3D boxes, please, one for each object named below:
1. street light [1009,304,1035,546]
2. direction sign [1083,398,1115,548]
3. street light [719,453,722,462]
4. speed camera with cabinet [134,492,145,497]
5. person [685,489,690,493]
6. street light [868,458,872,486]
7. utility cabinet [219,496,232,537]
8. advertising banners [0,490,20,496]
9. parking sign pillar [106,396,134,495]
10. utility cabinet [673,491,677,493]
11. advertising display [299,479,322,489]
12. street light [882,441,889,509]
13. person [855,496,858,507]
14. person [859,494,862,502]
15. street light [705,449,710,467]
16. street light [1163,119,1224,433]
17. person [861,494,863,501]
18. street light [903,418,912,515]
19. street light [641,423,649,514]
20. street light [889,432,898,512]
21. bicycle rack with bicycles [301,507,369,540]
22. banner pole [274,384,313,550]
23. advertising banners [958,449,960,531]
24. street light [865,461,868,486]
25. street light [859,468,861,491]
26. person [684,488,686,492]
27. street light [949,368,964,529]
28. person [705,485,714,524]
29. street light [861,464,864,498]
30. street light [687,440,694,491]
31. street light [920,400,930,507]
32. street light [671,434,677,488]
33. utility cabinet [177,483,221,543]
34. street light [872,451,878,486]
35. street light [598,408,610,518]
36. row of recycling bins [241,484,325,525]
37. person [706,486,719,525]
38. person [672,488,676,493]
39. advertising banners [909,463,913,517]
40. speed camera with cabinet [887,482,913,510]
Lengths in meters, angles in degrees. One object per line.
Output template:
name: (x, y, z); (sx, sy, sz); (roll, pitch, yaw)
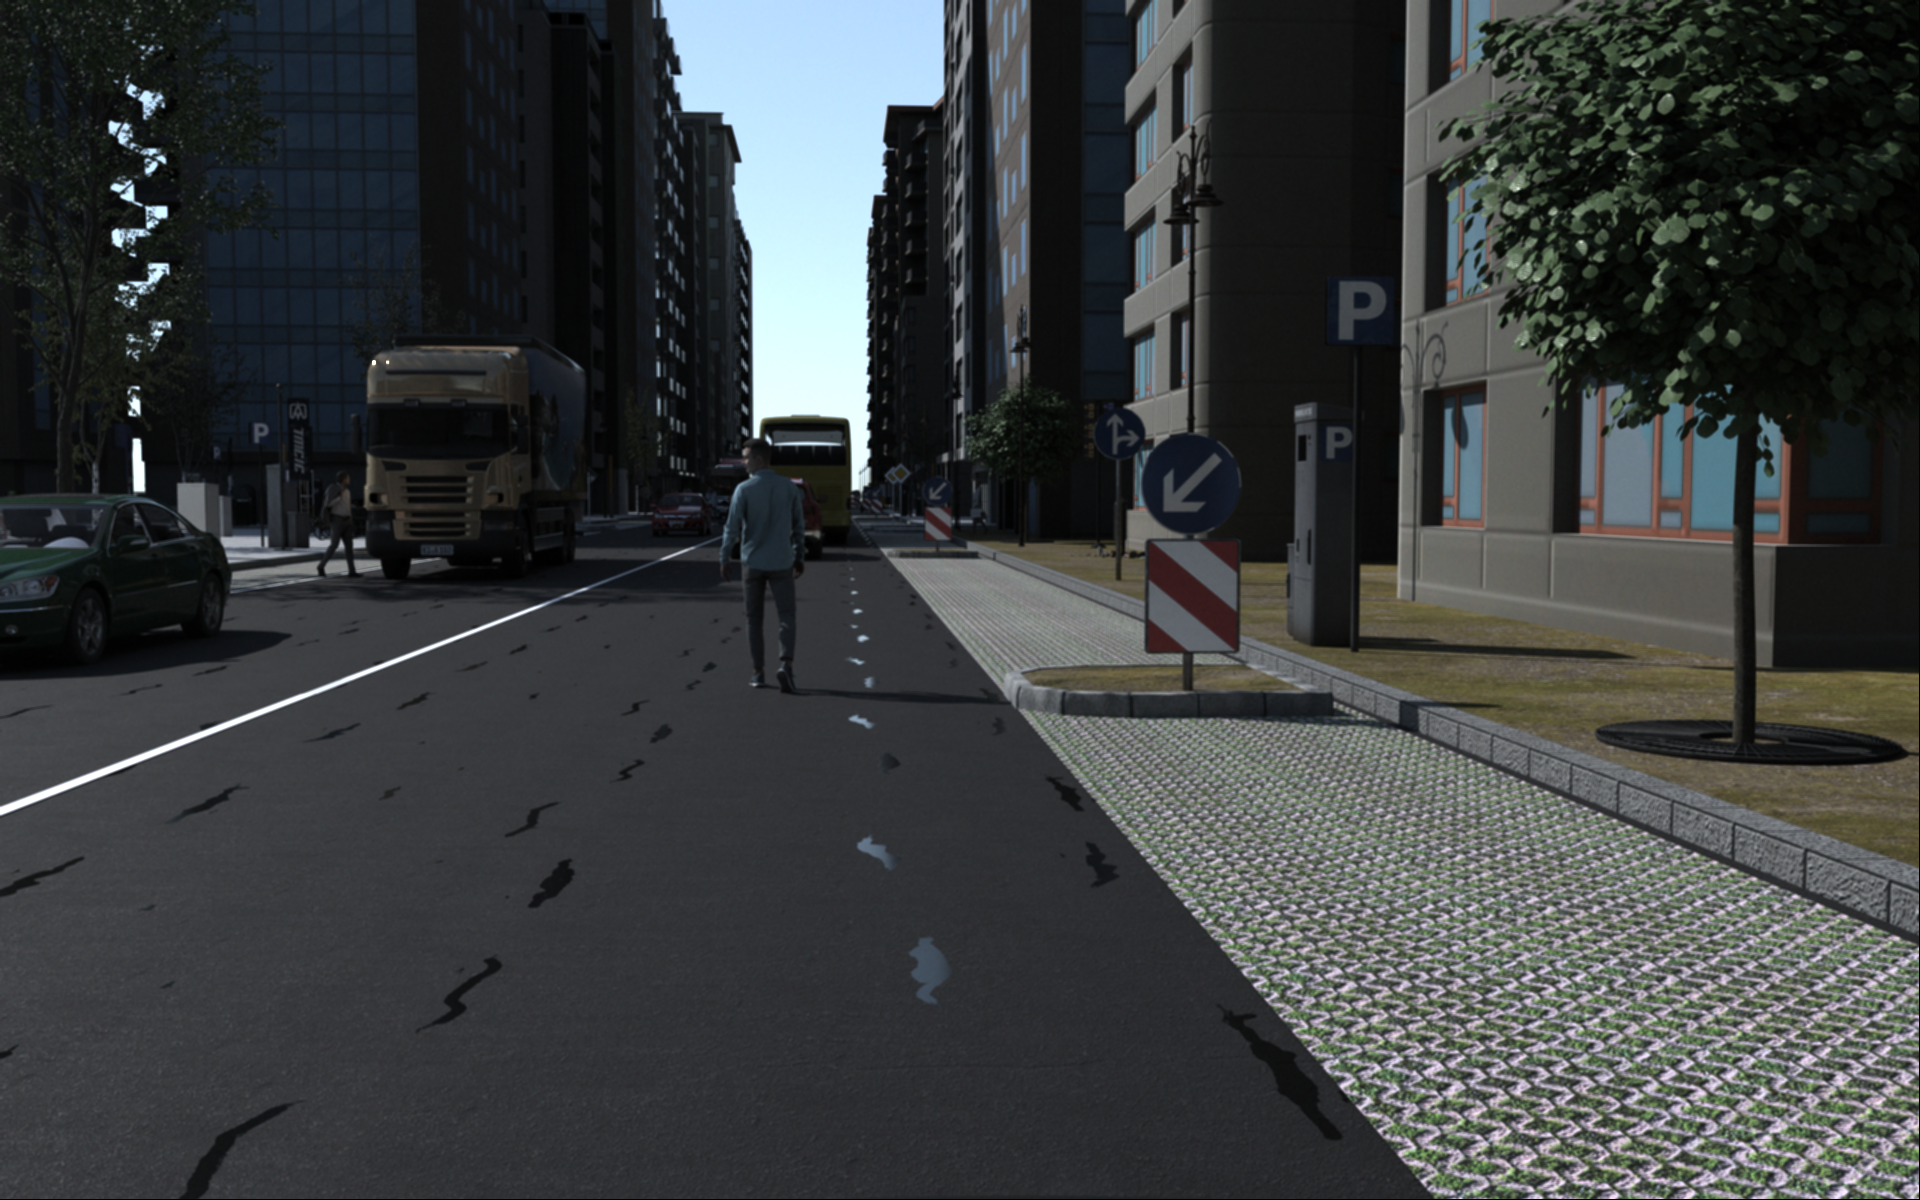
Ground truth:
street light: (1.507, -4.255, 42.354); (0.468, 5.910, 1.993); (0, 4, -4)
direction sign: (3.294, -3.005, 41.133); (0.876, 3.537, 0.379); (3, 4, 36)
street light: (-26.021, -13.223, 188.985); (0.468, 5.910, 1.993); (0, 4, -4)
speed camera with cabinet: (-59.904, -8.002, 125.169); (2.038, 3.252, 0.660); (0, 4, 6)
person: (-17.983, -6.471, 114.569); (0.793, 1.790, 0.793); (0, 4, 5)
street light: (-10.231, -14.039, 202.323); (0.468, 5.910, 1.993); (0, 4, -4)
utility cabinet: (-22.364, -2.510, 52.205); (1.020, 1.237, 0.306); (2, 4, 33)
advertising banners: (-47.795, -5.500, 86.113); (2.074, 3.025, 0.090); (0, 4, -1)
parking sign pillar: (-23.328, -3.649, 48.137); (1.447, 3.967, 1.447); (-1, 4, -16)
utility cabinet: (-21.172, -7.327, 128.482); (0.318, 1.500, 1.173); (-1, 4, -9)
advertising display: (-27.344, -4.145, 72.982); (0.974, 1.923, 0.123); (0, 4, 8)
street light: (-6.176, -10.657, 147.031); (0.468, 5.910, 1.993); (0, 4, -4)
person: (-10.798, -10.522, 180.534); (0.705, 1.824, 1.348); (-1, 4, -19)
person: (-16.747, -17.364, 290.733); (0.721, 1.735, 1.217); (1, 4, 17)
street light: (-24.498, -11.971, 168.521); (0.468, 5.910, 1.993); (0, 4, -4)
street light: (2.923, -3.003, 21.883); (0.468, 5.910, 1.993); (0, 4, -4)
person: (-16.883, -17.937, 300.026); (1.217, 1.735, 0.721); (-3, 5, -42)
street light: (-3.206, -8.129, 105.704); (0.468, 5.910, 1.993); (0, 4, -4)
street light: (-20.449, -8.545, 112.504); (0.468, 5.910, 1.993); (0, 4, -4)
street light: (-4.738, -9.405, 126.560); (0.468, 5.910, 1.993); (0, 4, -4)
bicycle rack with bicycles: (-18.002, -2.232, 49.871); (2.852, 0.926, 2.925); (2, 4, 35)
banner pole: (-15.271, -3.033, 39.602); (0.863, 3.779, 0.401); (-1, 4, -15)
advertising banners: (-0.029, -3.918, 60.252); (0.090, 3.025, 2.074); (0, 4, 0)
street light: (-11.755, -15.292, 222.815); (0.468, 5.910, 1.993); (0, 4, -4)
street light: (-14.775, -17.875, 265.039); (0.468, 5.910, 1.993); (0, 4, -4)
person: (-18.904, -6.764, 119.094); (0.555, 1.821, 0.388); (3, 5, 44)
street light: (-0.132, -5.556, 63.625); (0.468, 5.910, 1.993); (0, 4, -4)
person: (-11.792, -4.437, 80.963); (0.836, 1.842, 0.656); (-2, 4, -31)
street light: (-13.278, -16.579, 243.858); (0.468, 5.910, 1.993); (0, 4, -4)
street light: (-22.961, -10.704, 147.805); (0.468, 5.910, 1.993); (0, 4, -4)
street light: (-1.704, -6.852, 84.825); (0.468, 5.910, 1.993); (0, 4, -4)
street light: (-21.903, -9.797, 132.973); (0.468, 5.910, 1.993); (0, 4, -4)
utility cabinet: (-15.282, -1.598, 34.801); (1.173, 1.500, 0.318); (3, 5, 40)
street light: (-8.737, -12.787, 181.856); (0.468, 5.910, 1.993); (0, 4, -4)
street light: (-18.859, -7.286, 91.919); (0.468, 5.910, 1.993); (0, 4, -4)
row of recycling bins: (-28.250, -3.971, 72.036); (3.534, 1.692, 1.069); (-1, 4, -10)
person: (-11.364, -4.325, 79.479); (0.793, 1.790, 0.793); (2, 4, 24)
person: (-16.865, -5.701, 102.059); (0.694, 1.780, 0.624); (-2, 4, -24)
advertising banners: (-2.747, -6.174, 97.129); (0.090, 3.025, 2.074); (0, 4, -7)
speed camera with cabinet: (-4.771, -8.809, 138.367); (2.038, 3.252, 0.660); (-2, 4, -26)
